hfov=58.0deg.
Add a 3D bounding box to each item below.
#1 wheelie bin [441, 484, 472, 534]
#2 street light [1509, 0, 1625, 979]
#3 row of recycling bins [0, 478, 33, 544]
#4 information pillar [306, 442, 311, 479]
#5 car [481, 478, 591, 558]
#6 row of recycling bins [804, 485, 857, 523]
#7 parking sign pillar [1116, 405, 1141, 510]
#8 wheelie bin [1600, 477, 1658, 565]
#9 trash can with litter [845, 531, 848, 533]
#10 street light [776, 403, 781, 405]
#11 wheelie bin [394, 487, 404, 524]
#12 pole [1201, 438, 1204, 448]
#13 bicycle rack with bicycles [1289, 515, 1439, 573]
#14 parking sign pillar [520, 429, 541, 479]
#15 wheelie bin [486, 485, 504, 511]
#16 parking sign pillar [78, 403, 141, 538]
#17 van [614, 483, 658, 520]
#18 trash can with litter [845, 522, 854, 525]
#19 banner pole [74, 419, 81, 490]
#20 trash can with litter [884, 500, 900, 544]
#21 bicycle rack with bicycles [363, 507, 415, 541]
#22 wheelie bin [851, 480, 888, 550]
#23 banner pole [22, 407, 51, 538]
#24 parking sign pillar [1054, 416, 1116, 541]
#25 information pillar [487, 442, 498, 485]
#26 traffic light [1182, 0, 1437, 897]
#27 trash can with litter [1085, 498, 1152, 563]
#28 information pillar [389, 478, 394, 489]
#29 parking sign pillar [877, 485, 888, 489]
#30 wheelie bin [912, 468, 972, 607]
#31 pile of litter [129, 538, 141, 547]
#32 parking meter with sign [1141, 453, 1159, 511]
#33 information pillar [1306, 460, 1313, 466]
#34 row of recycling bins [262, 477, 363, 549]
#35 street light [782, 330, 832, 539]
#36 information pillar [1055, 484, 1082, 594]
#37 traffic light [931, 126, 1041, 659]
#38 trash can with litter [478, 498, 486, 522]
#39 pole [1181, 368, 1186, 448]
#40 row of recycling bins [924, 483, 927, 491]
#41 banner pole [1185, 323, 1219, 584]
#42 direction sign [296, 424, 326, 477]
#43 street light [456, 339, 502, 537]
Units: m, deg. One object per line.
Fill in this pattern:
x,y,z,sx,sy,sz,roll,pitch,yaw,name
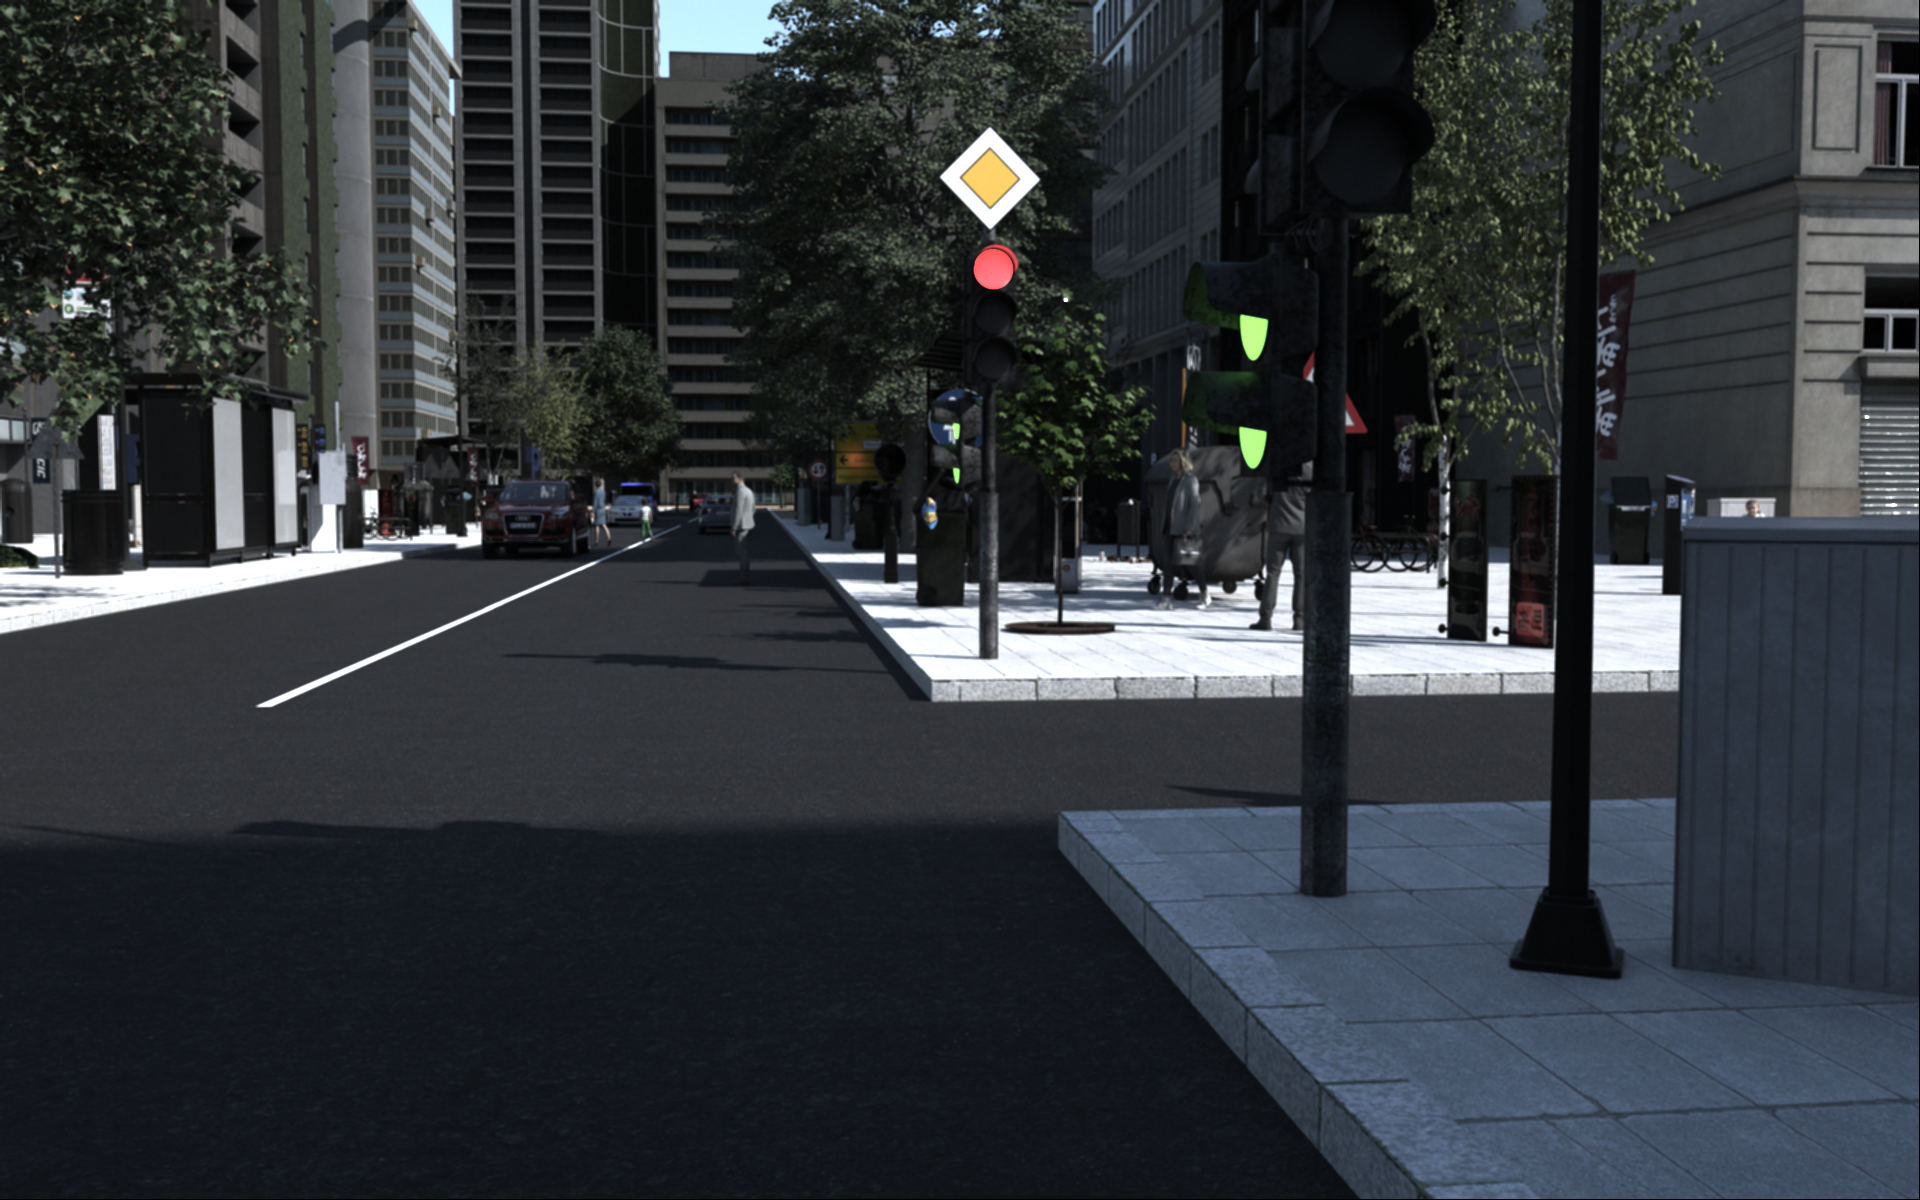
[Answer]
-16.038,-2.889,55.150,0.980,1.594,0.693,-1,4,-9,wheelie bin
1.128,-1.956,4.514,1.470,5.913,1.316,0,4,-7,street light
-24.941,-2.232,43.610,1.069,1.692,3.534,1,4,20,row of recycling bins
-27.916,-5.071,74.267,0.183,3.616,0.504,0,4,-7,information pillar
-9.879,-1.955,40.642,2.281,1.827,5.304,0,4,-6,car
-5.256,-4.263,76.811,3.534,1.692,1.069,0,4,8,row of recycling bins
4.785,-3.883,51.954,1.447,3.967,1.447,0,4,8,parking sign pillar
12.186,-1.452,31.645,0.980,1.594,0.693,1,4,8,wheelie bin
-2.750,-2.801,56.857,2.233,1.210,1.678,2,4,29,trash can with litter
-8.802,-7.062,87.998,1.470,5.913,1.316,0,4,-7,street light
-23.632,-4.001,73.320,0.980,1.594,0.693,1,4,21,wheelie bin
8.842,-4.240,63.165,0.158,3.312,0.155,0,3,0,pole
7.162,-0.956,29.018,2.925,0.926,2.852,1,4,20,bicycle rack with bicycles
-17.756,-5.090,71.690,1.447,3.967,1.447,0,4,5,parking sign pillar
-15.579,-3.089,58.412,0.980,1.594,0.693,0,4,6,wheelie bin
-24.606,-3.737,49.569,1.447,3.967,1.447,2,4,25,parking sign pillar
-17.286,-5.412,92.865,2.240,2.365,5.245,0,4,-8,van
-4.888,-3.674,71.451,1.055,1.170,0.624,-1,4,-16,trash can with litter
-26.526,-3.802,52.180,0.401,3.779,0.863,0,4,-7,banner pole
-1.433,-2.030,44.242,2.233,1.210,1.678,1,4,12,trash can with litter
-16.520,-2.128,48.175,2.925,0.926,2.852,-2,4,-26,bicycle rack with bicycles
-2.068,-1.972,40.158,0.693,1.594,0.980,2,4,30,wheelie bin
-26.696,-3.669,50.009,0.863,3.779,0.401,-1,4,-11,banner pole
3.228,-3.629,47.805,1.447,3.967,1.447,-2,4,-29,parking sign pillar
-20.294,-5.124,75.135,0.504,3.616,0.183,1,4,22,information pillar
1.151,-1.012,5.461,0.839,4.253,0.868,0,4,-7,traffic light
3.369,-1.310,32.472,1.678,1.210,2.233,-3,5,-41,trash can with litter
-25.883,-4.570,79.208,0.304,2.012,0.304,3,5,42,information pillar
-4.055,-5.729,82.136,1.447,3.967,1.447,1,4,12,parking sign pillar
-0.206,-0.740,20.003,0.693,1.594,0.980,0,4,0,wheelie bin
-20.321,-1.694,41.660,1.176,0.858,1.719,0,4,-5,pile of litter
7.452,-4.682,72.814,1.738,3.016,0.543,-1,4,-23,parking meter with sign
6.707,-2.571,33.388,0.504,3.616,0.183,2,4,34,information pillar
-15.603,-2.110,41.612,3.534,1.692,1.069,3,4,38,row of recycling bins
-4.233,-4.676,48.997,1.470,5.913,1.316,0,4,-7,street light
1.395,-1.087,22.269,0.304,2.012,0.304,1,4,13,information pillar
0.205,-1.497,13.390,0.839,4.253,0.868,0,4,-7,traffic light
-22.035,-4.171,79.577,1.055,1.170,0.624,2,4,29,trash can with litter
3.674,-2.098,28.139,0.158,3.312,0.155,0,3,0,pole
-1.434,-3.464,63.746,1.069,1.692,3.534,0,4,4,row of recycling bins
3.372,-2.108,24.486,0.401,3.779,0.863,3,4,36,banner pole
-20.945,-3.914,55.996,0.876,3.537,0.379,-1,4,-19,direction sign
-14.398,-4.850,51.845,1.470,5.913,1.316,0,4,-7,street light
